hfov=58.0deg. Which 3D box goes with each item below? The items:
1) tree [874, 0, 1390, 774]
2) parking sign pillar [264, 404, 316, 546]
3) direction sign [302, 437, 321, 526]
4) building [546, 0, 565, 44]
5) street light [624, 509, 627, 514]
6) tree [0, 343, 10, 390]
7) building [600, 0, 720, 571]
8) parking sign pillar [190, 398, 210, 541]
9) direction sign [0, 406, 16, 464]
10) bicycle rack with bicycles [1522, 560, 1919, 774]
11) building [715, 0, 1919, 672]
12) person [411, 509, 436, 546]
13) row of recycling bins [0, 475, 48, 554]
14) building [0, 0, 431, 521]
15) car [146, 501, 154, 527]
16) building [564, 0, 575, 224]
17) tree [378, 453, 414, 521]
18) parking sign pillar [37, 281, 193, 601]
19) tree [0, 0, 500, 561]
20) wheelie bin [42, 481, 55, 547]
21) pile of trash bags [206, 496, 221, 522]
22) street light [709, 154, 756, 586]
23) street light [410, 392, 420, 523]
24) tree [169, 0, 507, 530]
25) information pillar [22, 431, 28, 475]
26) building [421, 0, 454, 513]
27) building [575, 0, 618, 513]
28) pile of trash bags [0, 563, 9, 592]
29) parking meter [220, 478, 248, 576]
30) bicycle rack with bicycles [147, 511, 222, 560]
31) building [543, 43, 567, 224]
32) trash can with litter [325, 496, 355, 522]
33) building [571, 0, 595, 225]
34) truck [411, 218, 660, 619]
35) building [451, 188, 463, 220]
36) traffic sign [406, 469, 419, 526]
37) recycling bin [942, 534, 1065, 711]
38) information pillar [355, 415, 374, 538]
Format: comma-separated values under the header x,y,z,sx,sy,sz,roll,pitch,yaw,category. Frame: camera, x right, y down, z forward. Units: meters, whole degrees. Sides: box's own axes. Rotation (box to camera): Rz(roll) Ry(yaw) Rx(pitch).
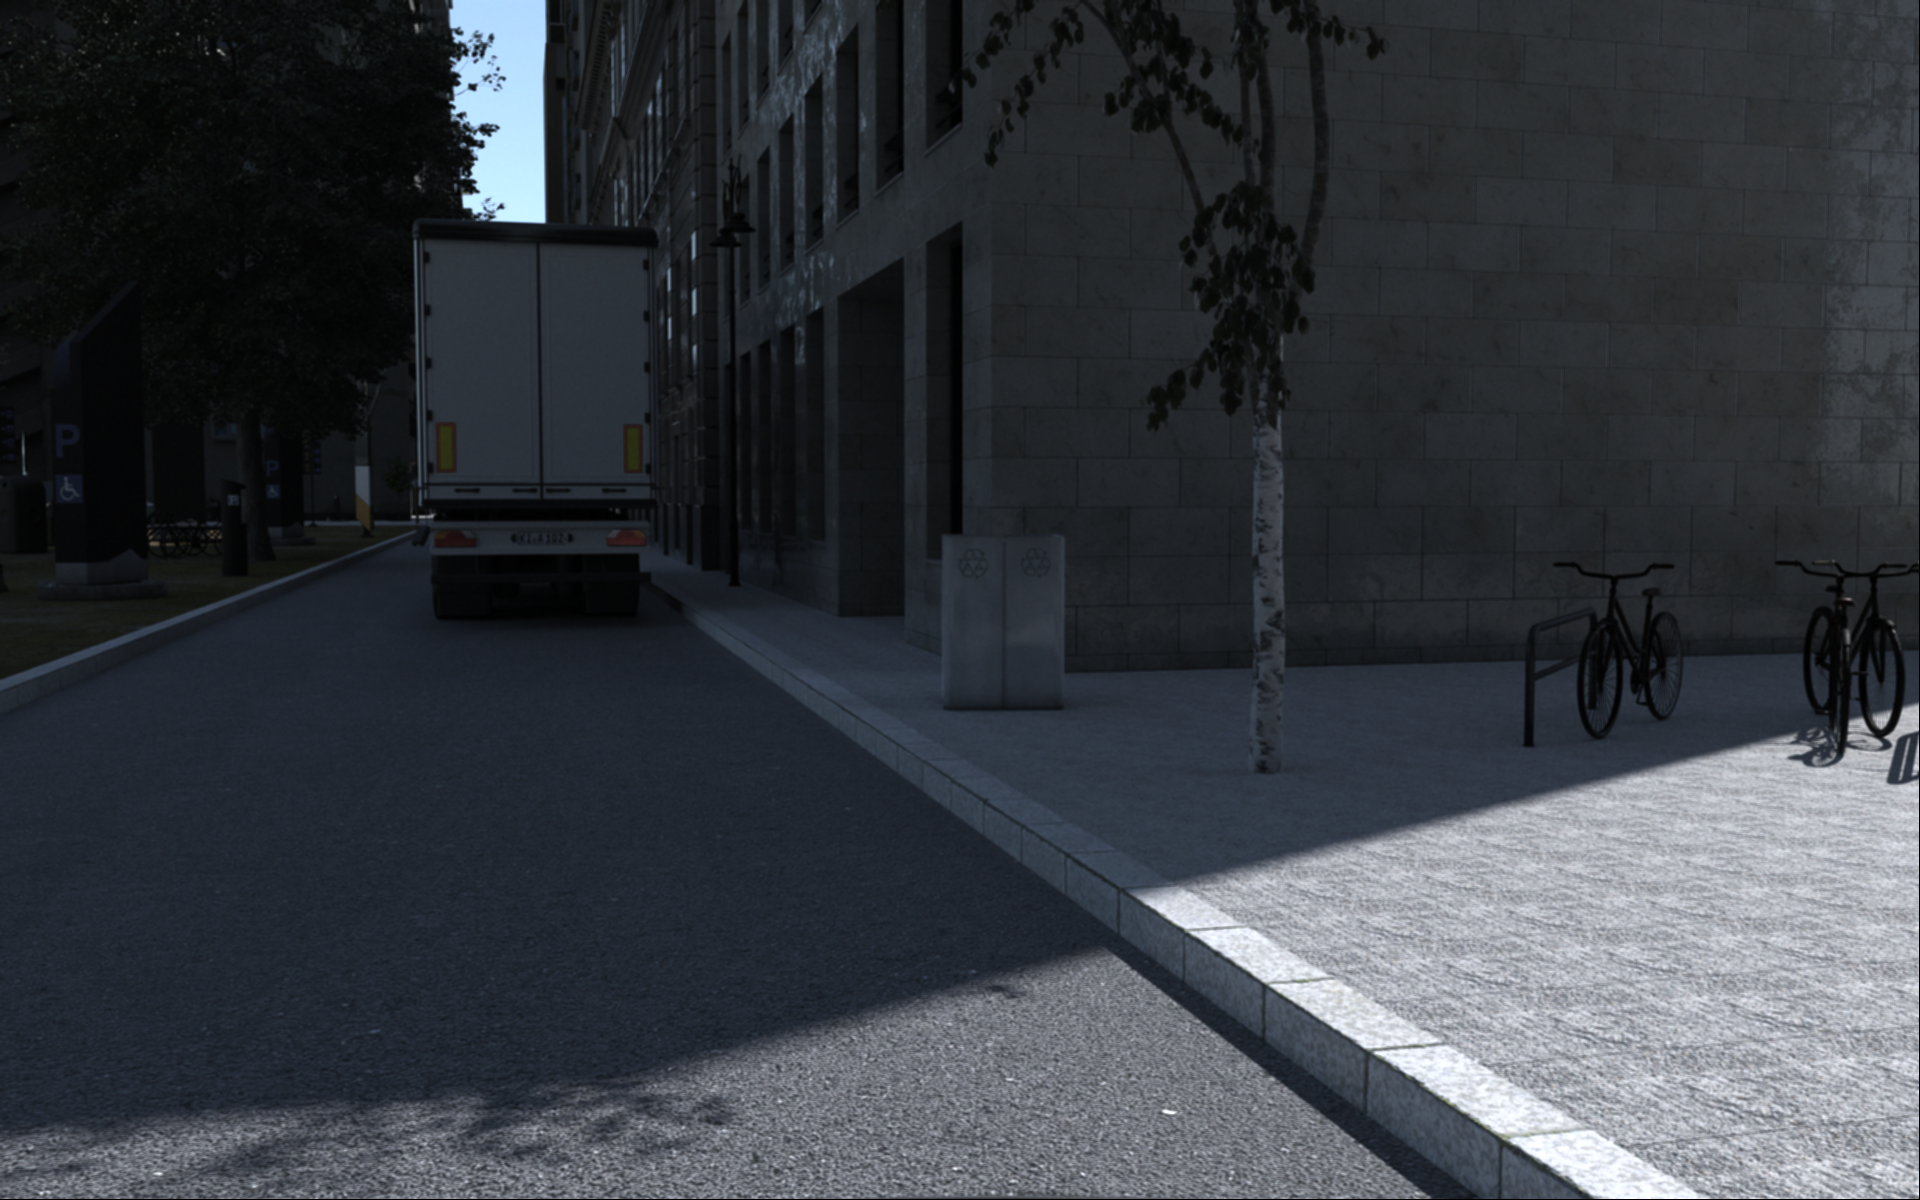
x,y,z,sx,sy,sz,roll,pitch,yaw,category
1.180,-3.509,7.740,4.360,8.622,3.978,0,3,0,tree
-17.015,-3.370,43.580,1.447,3.967,1.447,0,4,3,parking sign pillar
-25.690,-4.690,68.685,0.876,3.537,0.379,1,4,21,direction sign
-46.998,-49.276,243.917,20.611,71.187,20.563,-1,4,-14,building
-9.237,-4.573,47.550,0.468,5.910,1.993,-1,4,-14,street light
-30.155,-6.128,50.548,4.360,8.622,3.978,0,3,0,tree
-1.857,-14.918,41.174,12.463,27.353,25.104,-1,4,-14,building
-21.383,-3.605,47.419,1.447,3.967,1.447,-1,4,-23,parking sign pillar
-24.755,-3.212,44.515,0.876,3.537,0.379,-2,4,-34,direction sign
4.289,0.258,9.169,2.852,0.926,2.925,2,4,31,bicycle rack with bicycles
3.164,-10.171,21.053,10.420,20.320,16.860,-1,4,-14,building
-14.637,-2.416,48.227,0.699,1.804,1.509,2,4,35,person
-21.040,-1.918,38.479,1.069,1.692,3.534,-3,4,-38,row of recycling bins
-39.531,-28.512,89.867,21.300,48.544,21.600,-1,4,-14,building
-33.689,-3.548,69.807,4.920,1.459,2.131,-1,4,-14,car
-22.605,-27.377,131.210,14.154,41.232,14.086,-1,4,-14,building
-26.263,-5.312,81.450,1.663,3.219,1.824,0,3,0,tree
-10.607,-2.010,21.338,1.447,3.967,1.447,0,4,6,parking sign pillar
-13.524,-7.715,32.801,9.857,13.997,8.962,0,3,0,tree
-22.013,-2.086,42.022,0.980,1.594,0.693,1,4,19,wheelie bin
-34.530,-4.316,80.315,3.447,1.369,1.912,0,4,8,pile of trash bags
-3.143,-3.131,23.978,0.468,5.910,1.993,-1,4,-14,street light
-24.261,-6.391,77.276,0.468,5.910,1.993,-1,4,-14,street light
-21.798,-12.469,59.750,12.611,20.169,13.585,0,3,0,tree
-34.695,-4.462,64.308,0.183,3.616,0.504,-2,4,-35,information pillar
-47.557,-30.780,122.861,23.786,49.044,30.456,-1,4,-14,building
-8.116,-12.114,62.694,10.561,19.102,19.286,-1,4,-14,building
-13.026,-0.701,21.219,1.912,1.369,3.447,-1,4,-15,pile of trash bags
-11.368,-1.145,27.124,0.372,1.533,0.369,0,3,0,parking meter
-15.513,-1.322,34.997,2.925,0.926,2.852,-2,4,-34,bicycle rack with bicycles
-33.739,-31.881,171.371,14.600,45.320,14.200,-1,4,-14,building
-29.063,-4.260,80.708,1.678,1.210,2.233,-2,4,-32,trash can with litter
-9.782,-28.678,92.590,21.600,48.544,21.300,-1,4,-14,building
-5.819,-2.105,23.335,2.839,4.237,11.283,-1,4,-15,truck
-51.823,-23.462,155.313,14.160,30.474,14.107,-1,4,-14,building
-21.810,-4.027,69.480,0.795,2.450,0.064,-1,4,-14,traffic sign
0.254,0.120,10.596,0.722,1.027,0.722,0,4,-1,recycling bin
-17.630,-3.659,51.181,0.504,3.616,0.183,1,4,17,information pillar
